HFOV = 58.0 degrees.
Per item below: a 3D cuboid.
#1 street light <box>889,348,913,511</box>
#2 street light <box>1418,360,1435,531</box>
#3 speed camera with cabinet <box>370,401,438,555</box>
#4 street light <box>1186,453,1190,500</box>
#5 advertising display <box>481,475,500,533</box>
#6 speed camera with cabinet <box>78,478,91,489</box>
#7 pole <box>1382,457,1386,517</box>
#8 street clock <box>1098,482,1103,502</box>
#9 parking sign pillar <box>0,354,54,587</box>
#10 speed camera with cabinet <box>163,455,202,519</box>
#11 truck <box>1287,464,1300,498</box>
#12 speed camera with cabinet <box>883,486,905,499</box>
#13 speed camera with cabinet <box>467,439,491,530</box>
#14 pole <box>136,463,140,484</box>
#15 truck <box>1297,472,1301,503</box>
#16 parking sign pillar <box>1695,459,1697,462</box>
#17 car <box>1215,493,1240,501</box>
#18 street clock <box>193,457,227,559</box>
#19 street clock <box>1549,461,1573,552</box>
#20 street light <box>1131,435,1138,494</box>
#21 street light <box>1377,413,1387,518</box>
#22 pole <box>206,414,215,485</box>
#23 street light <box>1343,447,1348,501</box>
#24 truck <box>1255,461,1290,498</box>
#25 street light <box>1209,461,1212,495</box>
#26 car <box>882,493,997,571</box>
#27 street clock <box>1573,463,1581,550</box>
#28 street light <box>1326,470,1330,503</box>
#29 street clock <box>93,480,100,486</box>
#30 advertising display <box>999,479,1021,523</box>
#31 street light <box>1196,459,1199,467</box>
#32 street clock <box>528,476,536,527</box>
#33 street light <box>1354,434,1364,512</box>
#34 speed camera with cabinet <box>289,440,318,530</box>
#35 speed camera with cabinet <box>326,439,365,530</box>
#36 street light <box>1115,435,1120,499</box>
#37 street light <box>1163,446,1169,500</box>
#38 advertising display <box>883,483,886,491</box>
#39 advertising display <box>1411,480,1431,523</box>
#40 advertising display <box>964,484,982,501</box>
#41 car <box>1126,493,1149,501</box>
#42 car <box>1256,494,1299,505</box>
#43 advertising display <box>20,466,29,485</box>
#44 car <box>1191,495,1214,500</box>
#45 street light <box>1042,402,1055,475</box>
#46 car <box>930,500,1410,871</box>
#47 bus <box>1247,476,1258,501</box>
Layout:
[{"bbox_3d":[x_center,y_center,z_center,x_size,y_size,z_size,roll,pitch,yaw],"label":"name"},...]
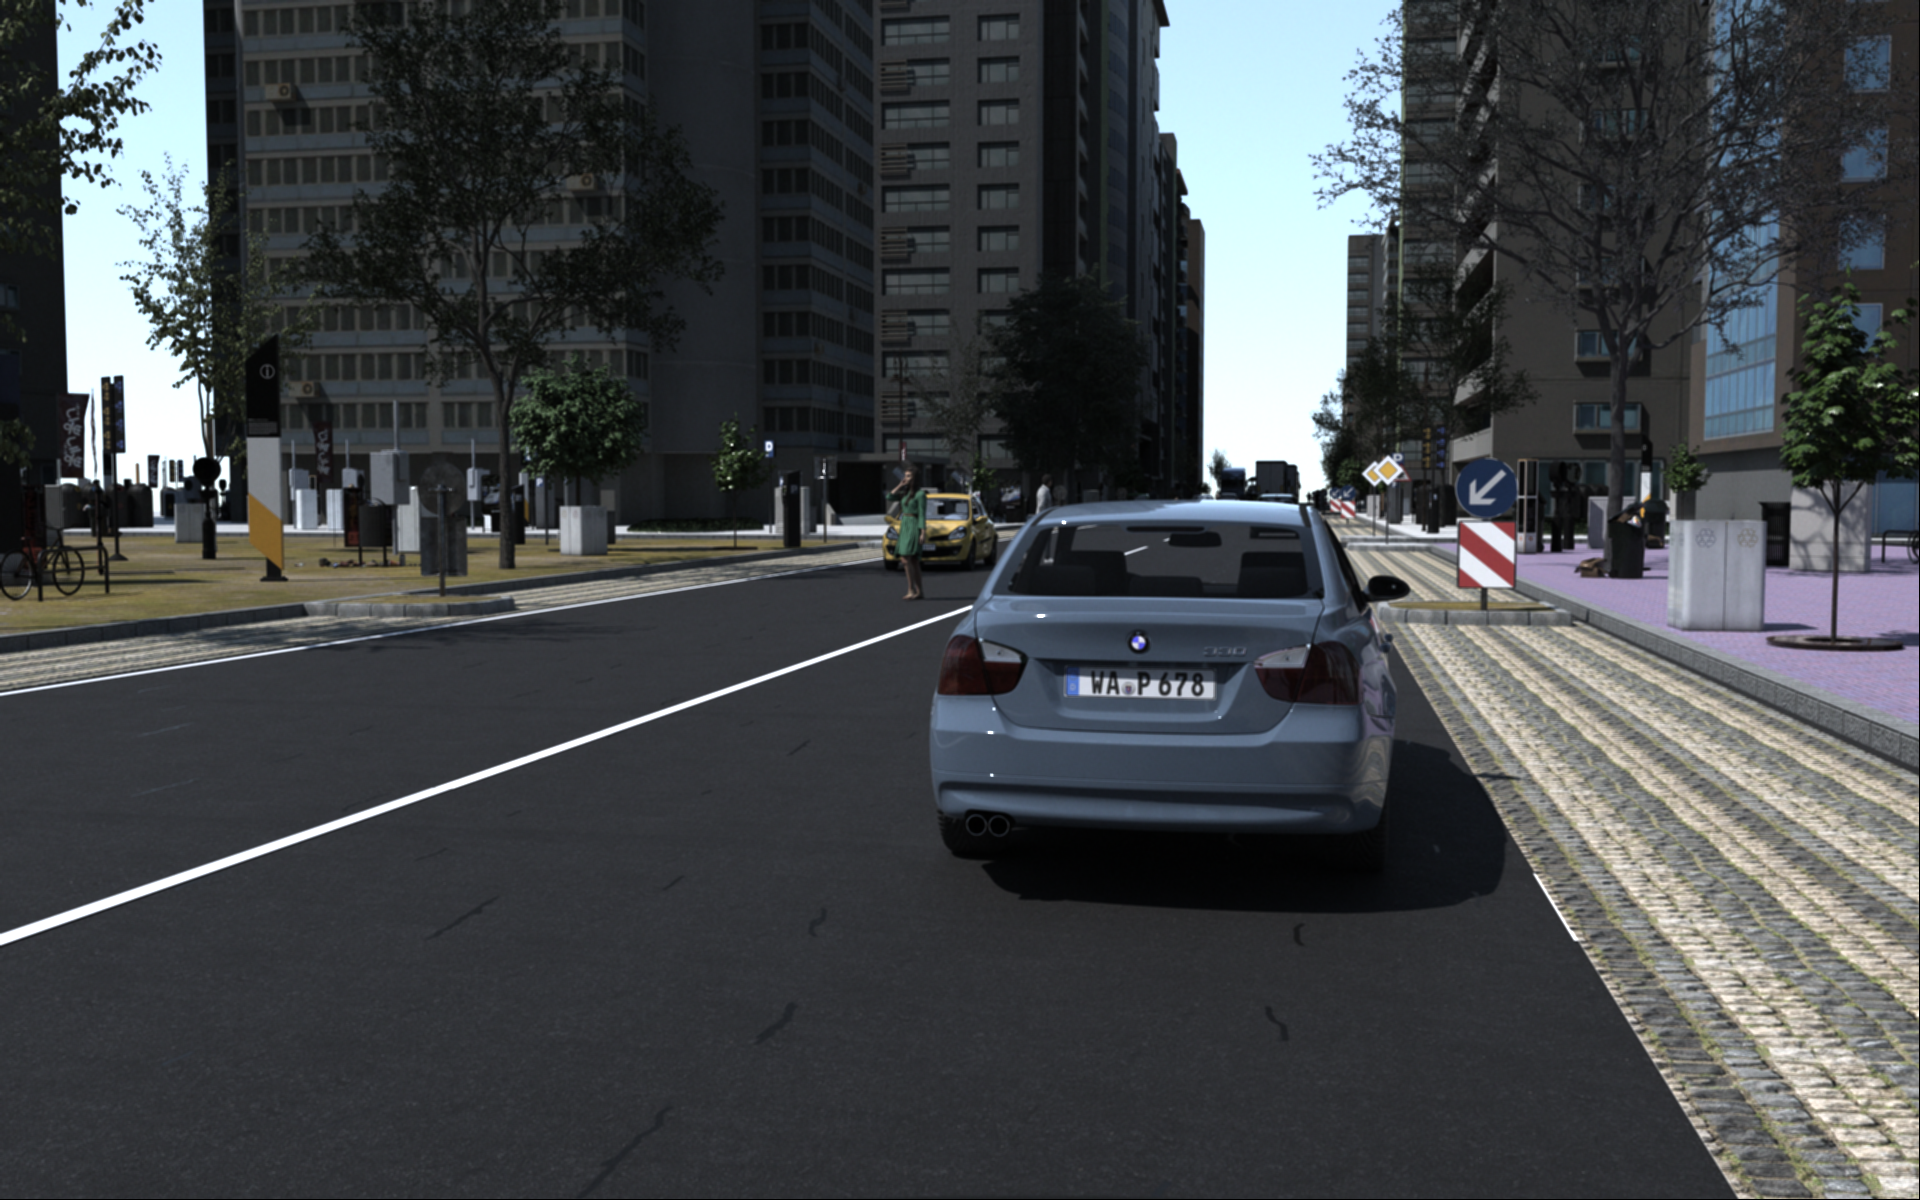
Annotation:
[{"bbox_3d":[-1.871,-5.031,55.039,0.468,5.910,1.993,1,4,11],"label":"street light"},{"bbox_3d":[16.100,-5.329,59.914,0.468,5.910,1.993,1,4,11],"label":"street light"},{"bbox_3d":[-11.963,-2.635,37.420,0.660,3.252,2.038,1,4,11],"label":"speed camera with cabinet"},{"bbox_3d":[25.756,-13.610,195.314,0.468,5.910,1.993,1,4,11],"label":"street light"},{"bbox_3d":[-15.436,-3.209,57.682,0.974,1.923,0.123,-1,4,-23],"label":"advertising display"},{"bbox_3d":[-49.479,-6.314,97.562,0.660,3.252,2.038,-1,4,-13],"label":"speed camera with cabinet"},{"bbox_3d":[23.208,-6.179,94.873,0.158,3.312,0.155,0,3,0],"label":"pole"},{"bbox_3d":[8.644,-6.240,106.595,0.358,2.002,0.471,1,4,22],"label":"street clock"},{"bbox_3d":[-13.632,-2.198,24.404,1.447,3.967,1.447,-3,5,-40],"label":"parking sign pillar"},{"bbox_3d":[-39.327,-5.703,87.587,2.038,3.252,0.660,1,4,22],"label":"speed camera with cabinet"},{"bbox_3d":[31.724,-11.054,169.639,2.839,4.237,11.283,1,4,12],"label":"truck"},{"bbox_3d":[-3.737,-6.044,93.150,2.038,3.252,0.660,1,4,23],"label":"speed camera with cabinet"},{"bbox_3d":[-16.803,-4.124,61.770,2.038,3.252,0.660,3,5,44],"label":"speed camera with cabinet"},{"bbox_3d":[-54.292,-7.373,114.385,0.158,3.312,0.155,0,3,0],"label":"pole"},{"bbox_3d":[42.256,-14.271,222.250,2.839,4.237,11.283,1,4,12],"label":"truck"},{"bbox_3d":[29.874,-4.916,68.848,1.447,3.967,1.447,1,4,18],"label":"parking sign pillar"},{"bbox_3d":[23.002,-8.537,148.619,2.155,1.783,4.494,1,4,12],"label":"car"},{"bbox_3d":[-14.800,-1.805,34.083,0.471,2.002,0.358,0,4,-2],"label":"street clock"},{"bbox_3d":[13.174,-2.057,38.196,0.358,2.002,0.471,3,5,43],"label":"street clock"},{"bbox_3d":[13.210,-9.705,131.460,0.468,5.910,1.993,1,4,11],"label":"street light"},{"bbox_3d":[22.542,-7.331,92.650,0.468,5.910,1.993,1,4,11],"label":"street light"},{"bbox_3d":[-19.070,-3.073,44.093,0.158,3.312,0.155,0,3,0],"label":"pole"},{"bbox_3d":[37.122,-11.873,166.919,0.468,5.910,1.993,1,4,11],"label":"street light"},{"bbox_3d":[27.214,-9.906,150.880,2.839,4.237,11.283,1,4,12],"label":"truck"},{"bbox_3d":[35.221,-16.567,243.658,0.468,5.910,1.993,1,4,11],"label":"street light"},{"bbox_3d":[-0.361,-1.438,33.733,2.015,1.641,3.980,1,4,10],"label":"car"},{"bbox_3d":[14.020,-2.158,39.854,0.471,2.002,0.358,-2,4,-24],"label":"street clock"},{"bbox_3d":[59.689,-18.895,281.720,0.468,5.910,1.993,1,4,11],"label":"street light"},{"bbox_3d":[-47.058,-5.487,94.280,0.358,2.002,0.471,-2,4,-28],"label":"street clock"},{"bbox_3d":[2.186,-4.306,75.625,0.974,1.923,0.123,-1,4,-15],"label":"advertising display"},{"bbox_3d":[28.967,-14.615,211.746,0.468,5.910,1.993,1,4,11],"label":"street light"},{"bbox_3d":[-16.821,-3.893,68.227,0.471,2.002,0.358,-2,4,-28],"label":"street clock"},{"bbox_3d":[28.814,-9.292,124.716,0.468,5.910,1.993,1,4,11],"label":"street light"},{"bbox_3d":[-23.820,-4.191,62.853,0.660,3.252,2.038,-2,4,-31],"label":"speed camera with cabinet"},{"bbox_3d":[-22.001,-4.140,62.029,0.660,3.252,2.038,0,4,4],"label":"speed camera with cabinet"},{"bbox_3d":[10.785,-8.961,119.303,0.468,5.910,1.993,1,4,11],"label":"street light"},{"bbox_3d":[19.412,-11.659,163.419,0.468,5.910,1.993,1,4,11],"label":"street light"},{"bbox_3d":[-4.190,-5.921,102.024,0.974,1.923,0.123,0,4,4],"label":"advertising display"},{"bbox_3d":[20.538,-4.399,77.134,0.974,1.923,0.123,-2,4,-24],"label":"advertising display"},{"bbox_3d":[0.572,-4.286,75.287,0.974,1.923,0.123,3,5,44],"label":"advertising display"},{"bbox_3d":[11.367,-6.249,110.968,1.959,1.807,4.718,1,4,11],"label":"car"},{"bbox_3d":[10.424,-2.882,56.914,2.009,1.686,4.222,1,4,11],"label":"car"},{"bbox_3d":[-17.468,-1.623,31.757,0.123,1.923,0.974,1,4,13],"label":"advertising display"},{"bbox_3d":[16.280,-6.356,116.285,2.083,1.381,4.827,1,4,11],"label":"car"},{"bbox_3d":[4.454,-7.010,87.406,0.468,5.910,1.993,1,4,11],"label":"street light"},{"bbox_3d":[1.061,0.244,8.010,2.014,1.417,4.499,1,4,12],"label":"car"},{"bbox_3d":[41.960,-15.435,243.906,2.896,3.916,12.252,1,4,13],"label":"bus"}]
